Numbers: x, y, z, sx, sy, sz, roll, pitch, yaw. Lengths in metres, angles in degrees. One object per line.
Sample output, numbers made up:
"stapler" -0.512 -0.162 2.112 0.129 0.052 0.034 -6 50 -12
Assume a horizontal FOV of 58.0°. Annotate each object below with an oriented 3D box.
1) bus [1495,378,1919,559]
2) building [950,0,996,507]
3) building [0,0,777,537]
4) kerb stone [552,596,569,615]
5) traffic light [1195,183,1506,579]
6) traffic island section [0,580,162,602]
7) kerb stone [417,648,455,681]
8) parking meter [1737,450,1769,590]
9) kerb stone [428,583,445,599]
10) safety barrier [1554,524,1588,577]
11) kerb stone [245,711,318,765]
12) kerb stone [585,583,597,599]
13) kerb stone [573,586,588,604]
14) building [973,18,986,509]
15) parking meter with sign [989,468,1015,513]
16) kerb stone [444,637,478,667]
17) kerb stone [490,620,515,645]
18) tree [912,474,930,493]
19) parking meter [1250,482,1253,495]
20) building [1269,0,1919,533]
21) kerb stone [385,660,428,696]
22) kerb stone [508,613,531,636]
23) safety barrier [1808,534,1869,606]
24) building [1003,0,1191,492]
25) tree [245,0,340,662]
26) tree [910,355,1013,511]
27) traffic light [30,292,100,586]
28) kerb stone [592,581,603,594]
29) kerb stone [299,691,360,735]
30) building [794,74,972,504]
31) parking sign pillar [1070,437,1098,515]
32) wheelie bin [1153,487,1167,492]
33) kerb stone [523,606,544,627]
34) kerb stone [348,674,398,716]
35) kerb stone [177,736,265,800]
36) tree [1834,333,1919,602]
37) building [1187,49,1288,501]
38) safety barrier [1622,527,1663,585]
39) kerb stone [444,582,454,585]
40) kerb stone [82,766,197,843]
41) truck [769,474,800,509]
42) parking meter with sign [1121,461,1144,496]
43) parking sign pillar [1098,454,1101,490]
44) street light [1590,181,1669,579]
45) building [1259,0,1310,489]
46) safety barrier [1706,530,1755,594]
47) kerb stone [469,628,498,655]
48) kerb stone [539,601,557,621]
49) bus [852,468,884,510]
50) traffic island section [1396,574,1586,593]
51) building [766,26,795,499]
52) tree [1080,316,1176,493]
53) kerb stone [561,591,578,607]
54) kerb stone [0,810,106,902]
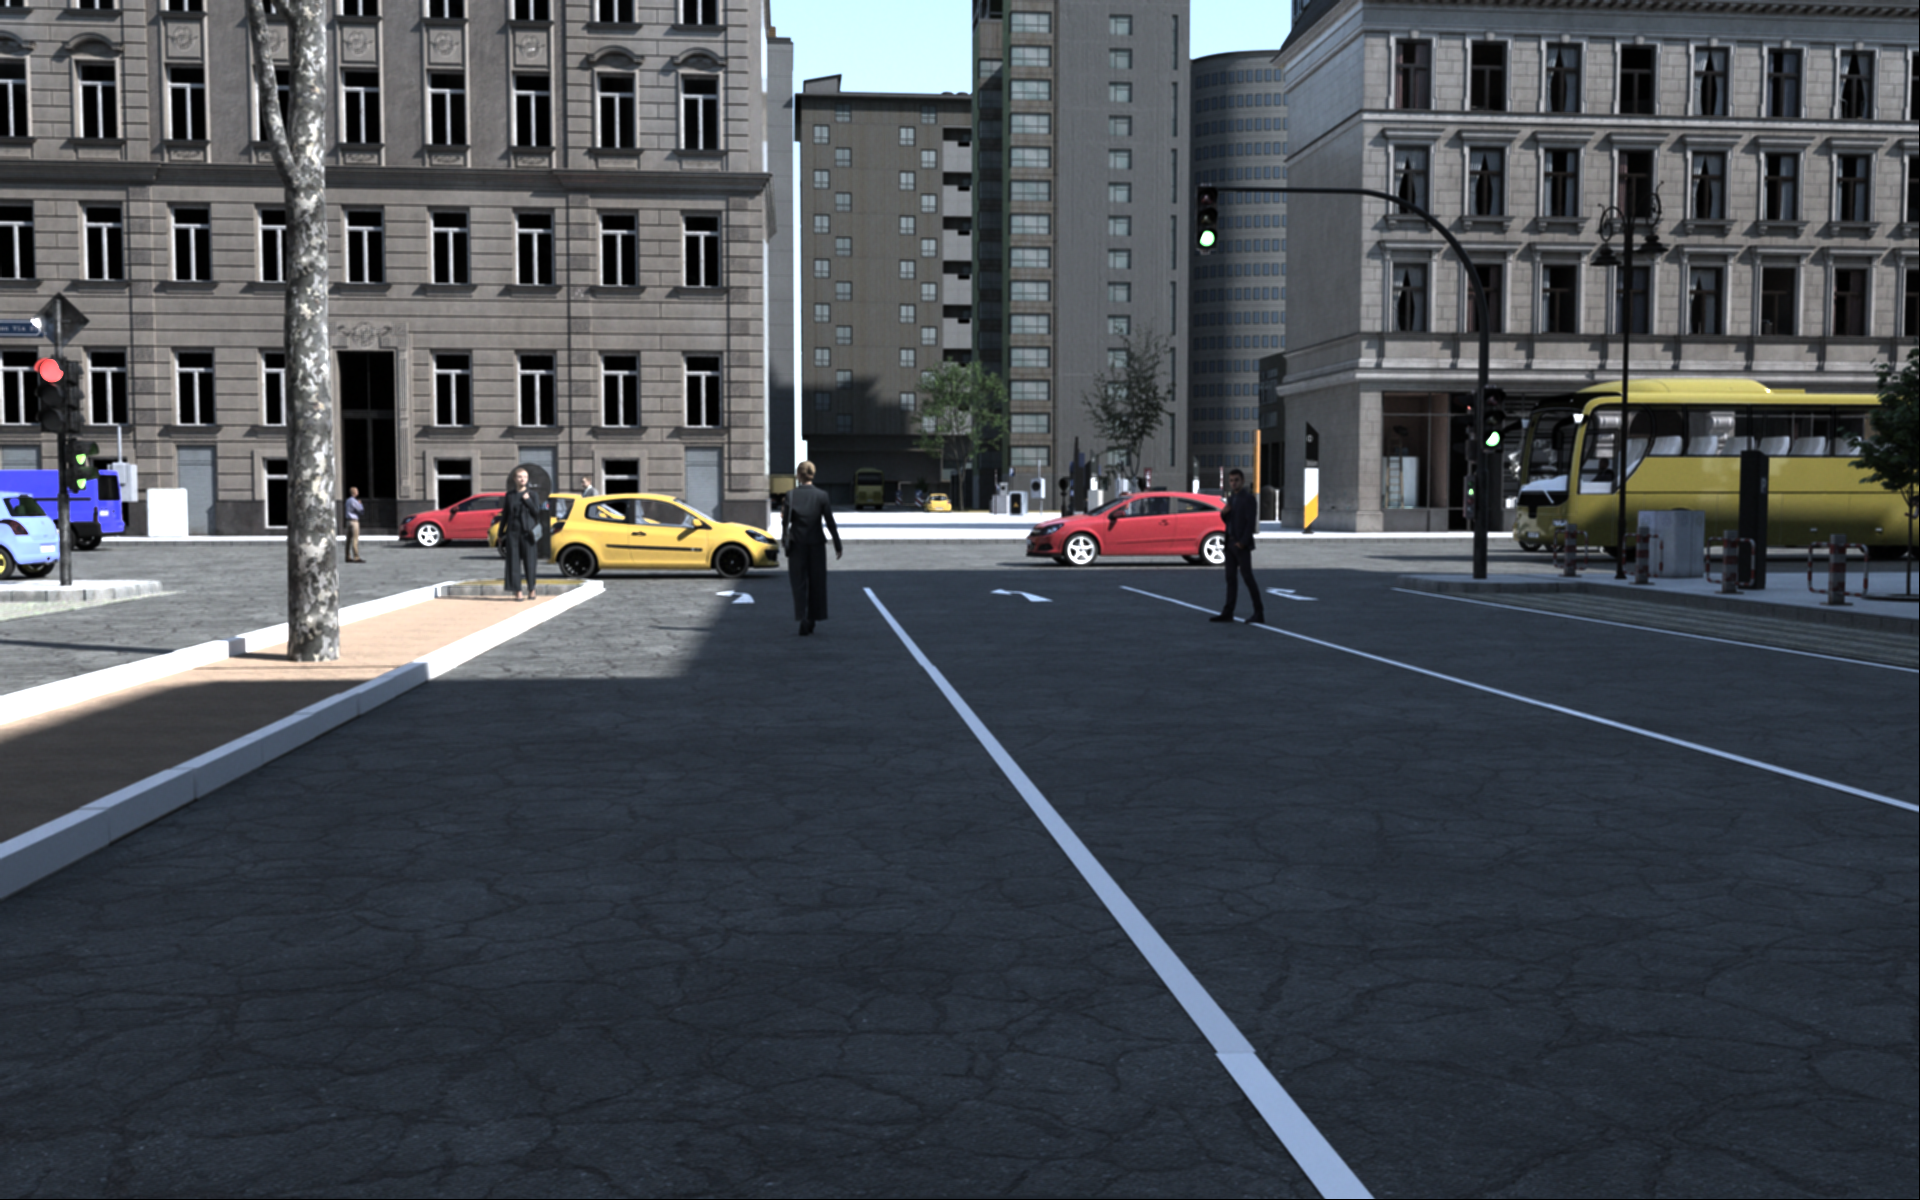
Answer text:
"bus" 18.093 -2.823 37.700 12.252 3.916 2.896 0 4 -7
"building" 10.176 -44.800 170.728 20.563 71.187 20.611 0 4 -6
"building" -18.648 -15.935 57.804 25.104 27.353 12.463 0 4 -6
"kerb stone" -4.873 0.087 20.879 0.120 0.150 1.000 0 4 -6
"traffic light" 5.777 -3.128 25.810 4.771 5.953 1.251 0 4 -6
"traffic island section" -12.554 -0.123 24.291 2.009 0.180 2.903 0 4 -6
"kerb stone" -4.176 0.519 13.712 0.120 0.150 1.000 0 4 -6
"parking meter" 10.687 -1.078 23.333 0.399 1.863 0.255 -3 5 -45
"kerb stone" -7.267 -0.098 23.794 0.120 0.150 1.000 0 4 -6
"safety barrier" 9.462 -0.769 26.846 0.300 0.817 1.120 0 4 -6
"kerb stone" -3.783 0.771 9.622 0.120 0.150 1.000 0 4 -6
"kerb stone" -5.170 -0.105 23.946 0.120 0.150 1.000 0 4 -6
"kerb stone" -5.072 -0.043 22.919 0.120 0.150 1.000 0 4 -6
"building" 7.944 -28.758 153.790 14.154 41.232 14.086 0 4 -6
"parking meter with sign" 2.795 -7.308 115.753 1.738 3.016 0.543 -2 4 -33
"kerb stone" -4.276 0.456 14.736 0.120 0.150 1.000 0 4 -6
"kerb stone" -4.477 0.334 16.784 0.120 0.150 1.000 0 4 -6
"tree" -3.649 -10.637 168.518 1.663 3.219 1.824 0 3 0
"parking meter" 13.062 -4.344 76.739 0.399 1.863 0.255 -3 5 -42
"building" 14.001 -12.854 61.071 40.483 20.767 10.553 0 4 -6
"kerb stone" -4.082 0.581 12.689 0.120 0.150 1.000 0 4 -6
"kerb stone" -4.575 0.270 17.810 0.120 0.150 1.000 0 4 -6
"safety barrier" 10.127 -0.350 19.992 0.300 0.817 1.120 0 4 -6
"building" 10.166 -27.885 139.521 14.154 41.232 14.086 0 4 -6
"tree" -6.846 -9.582 15.014 12.611 20.169 13.585 0 3 0
"tree" 0.104 -12.406 128.595 9.928 11.665 9.643 0 3 0
"traffic light" -12.513 -2.155 24.160 0.839 4.253 0.868 0 4 -6
"kerb stone" -5.267 -0.170 24.970 0.120 0.150 1.000 0 4 -6
"kerb stone" -3.891 0.707 10.641 0.120 0.150 1.000 0 4 -6
"building" -7.765 -39.000 226.883 27.495 52.752 28.713 0 4 -6
"parking sign pillar" 5.622 -5.722 82.020 1.447 3.967 1.447 0 4 0
"wheelie bin" 8.742 -4.139 75.580 0.693 1.594 0.980 -3 5 -44
"kerb stone" -4.683 0.206 18.830 0.120 0.150 1.000 0 4 -6
"kerb stone" -3.978 0.646 11.669 0.120 0.150 1.000 0 4 -6
"kerb stone" -3.678 0.831 8.602 0.120 0.150 1.000 0 4 -6
"tree" 11.393 -1.611 20.944 1.663 3.219 1.824 0 3 0
"building" 41.248 -41.963 228.092 28.212 58.520 21.231 0 4 -6
"safety barrier" 9.677 -0.629 24.561 0.300 0.817 1.120 0 4 -6
"kerb stone" -7.370 -0.159 24.814 0.120 0.150 1.000 0 4 -6
"kerb stone" -3.588 0.894 7.581 0.120 0.150 1.000 0 4 -6
"truck" -17.251 -10.574 168.812 3.469 3.379 9.791 0 4 -6
"parking meter with sign" 9.293 -5.772 90.628 1.738 3.016 0.543 0 4 -2
"parking sign pillar" 8.896 -7.872 117.181 1.447 3.967 1.447 3 5 41
"street light" 9.984 -3.254 25.994 0.468 5.910 1.993 0 4 -6
"building" 47.822 -52.622 173.036 31.000 86.520 22.319 0 4 -6
"safety barrier" 9.905 -0.489 22.277 0.300 0.817 1.120 0 4 -6
"kerb stone" -4.378 0.394 15.760 0.120 0.150 1.000 0 4 -6
"kerb stone" -4.774 0.143 19.859 0.120 0.150 1.000 0 4 -6
"bus" -8.508 -10.353 160.814 2.896 3.916 12.252 0 4 -4
"traffic island section" 7.891 -0.244 26.270 2.009 0.180 2.903 0 4 -6
"building" -35.249 -41.532 221.053 28.212 58.520 21.231 0 4 -6
"tree" 7.193 -7.462 72.362 4.360 8.622 3.978 0 3 0
"kerb stone" -4.983 0.018 21.898 0.120 0.150 1.000 0 4 -6
"kerb stone" -3.479 0.957 6.553 0.120 0.150 1.000 0 4 -6
